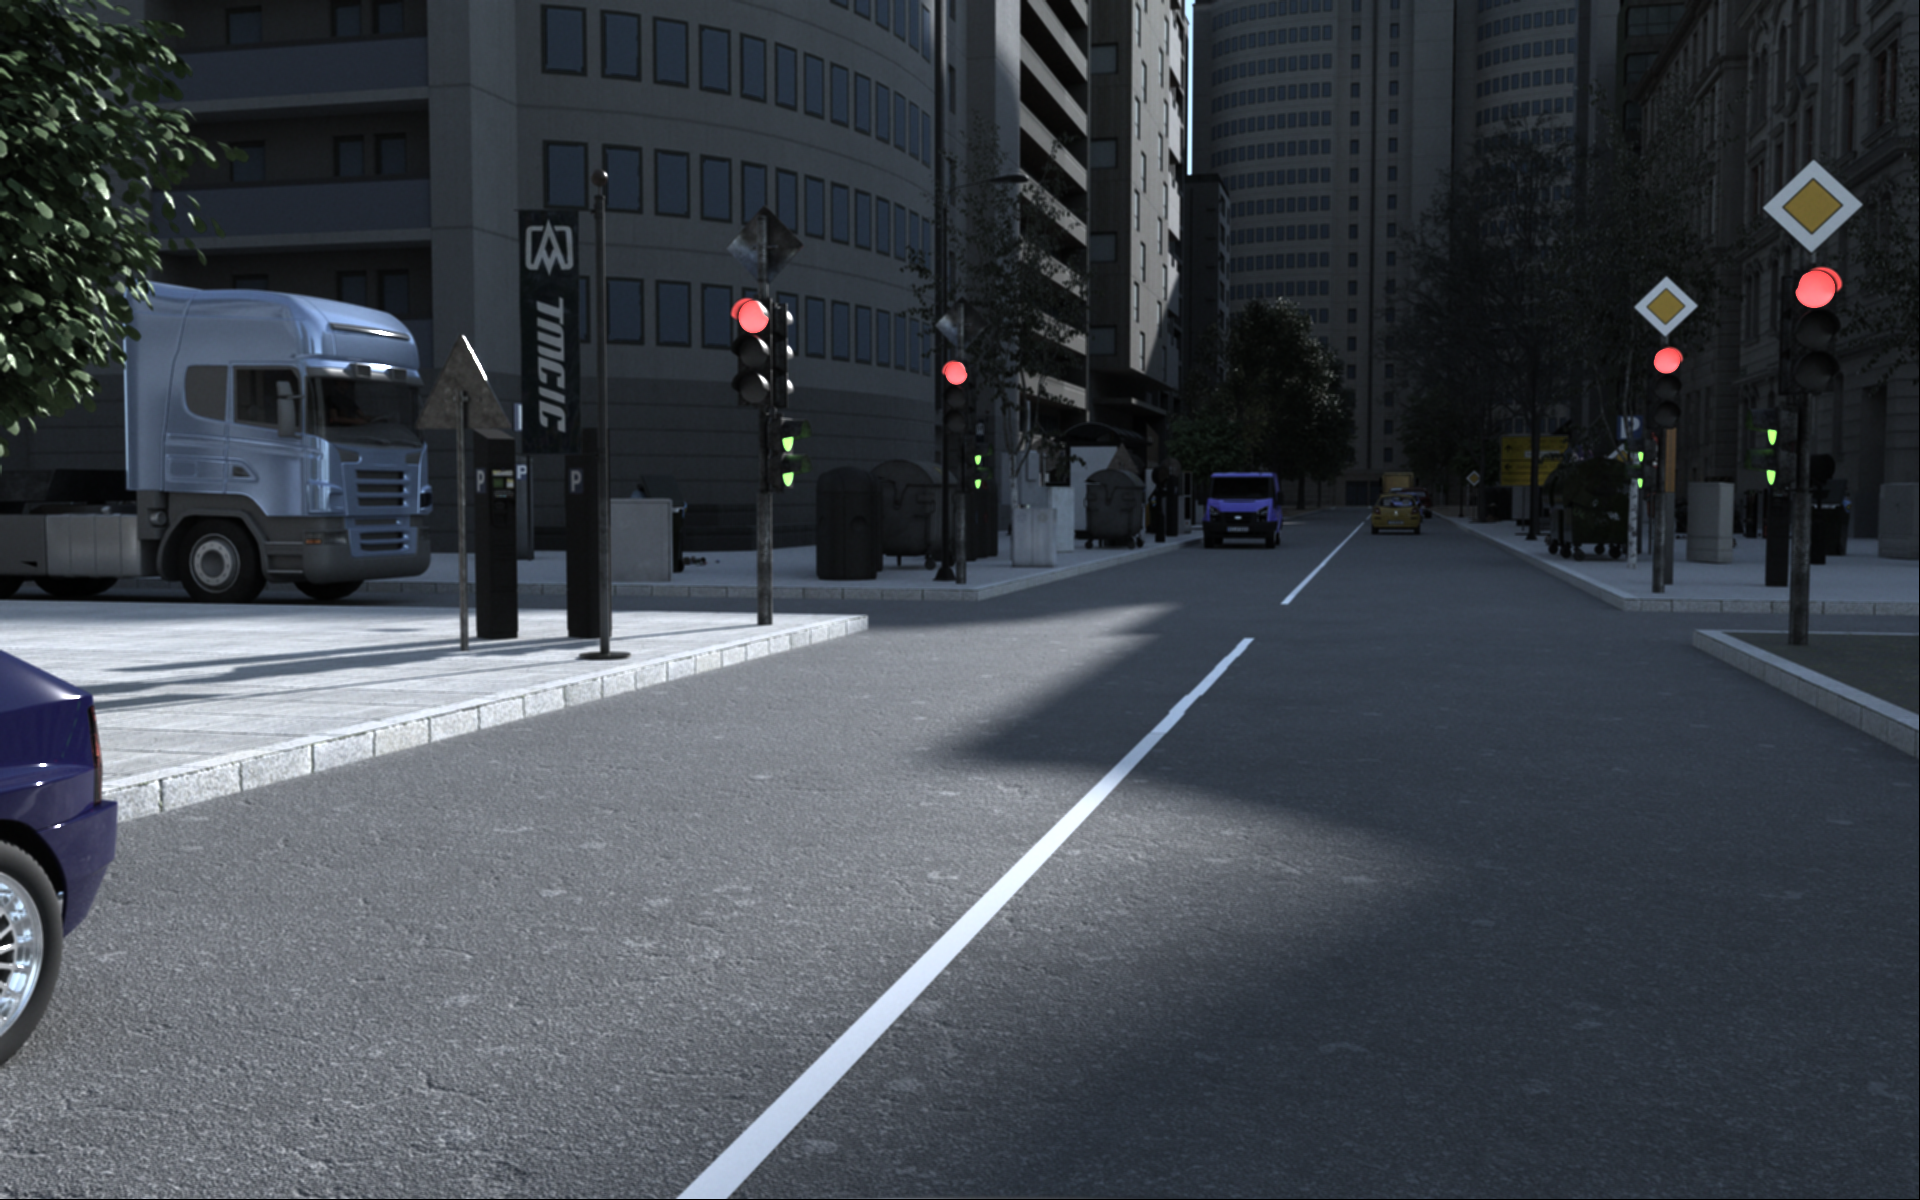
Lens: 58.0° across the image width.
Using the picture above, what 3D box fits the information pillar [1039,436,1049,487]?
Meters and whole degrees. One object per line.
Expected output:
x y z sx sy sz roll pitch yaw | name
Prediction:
3.339 -4.725 68.602 0.504 3.616 0.183 3 5 40 | information pillar

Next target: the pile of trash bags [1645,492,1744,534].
24.225 -2.914 57.391 1.912 1.369 3.447 -2 4 -31 | pile of trash bags

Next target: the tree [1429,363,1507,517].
29.133 -9.047 98.288 4.360 8.622 3.978 0 3 0 | tree

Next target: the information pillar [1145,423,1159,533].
6.335 -4.035 57.323 0.504 3.616 0.183 -2 4 -27 | information pillar

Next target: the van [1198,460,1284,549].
7.766 -2.629 47.376 2.240 2.365 5.245 1 4 13 | van

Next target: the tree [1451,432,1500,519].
26.907 -6.448 89.131 4.285 4.588 4.351 0 3 0 | tree

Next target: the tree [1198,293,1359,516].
17.998 -11.147 99.262 9.611 12.733 9.660 0 3 0 | tree

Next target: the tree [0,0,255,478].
-5.366 -1.525 8.653 4.285 4.588 4.351 0 3 0 | tree

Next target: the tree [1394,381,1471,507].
46.566 -15.406 170.016 7.486 12.596 7.792 0 3 0 | tree

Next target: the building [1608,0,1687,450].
44.719 -20.061 99.697 14.160 30.474 14.107 1 4 14 | building

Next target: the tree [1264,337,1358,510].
28.018 -14.399 142.073 9.857 13.997 8.962 0 3 0 | tree

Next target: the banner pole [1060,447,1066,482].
4.758 -5.574 81.147 0.863 3.779 0.401 3 5 40 | banner pole

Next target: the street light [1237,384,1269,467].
12.278 -6.150 73.097 1.470 5.913 1.316 1 4 14 | street light

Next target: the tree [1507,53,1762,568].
11.669 -4.864 29.892 4.360 8.622 3.978 0 3 0 | tree

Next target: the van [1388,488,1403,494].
29.949 -6.801 118.214 2.013 2.044 4.112 1 4 13 | van

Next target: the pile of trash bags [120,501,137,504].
-40.835 -4.811 88.404 3.447 1.369 1.912 2 4 29 | pile of trash bags

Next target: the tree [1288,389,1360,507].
34.552 -15.211 166.829 7.486 12.596 7.792 0 3 0 | tree

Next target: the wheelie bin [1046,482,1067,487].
2.528 -2.312 45.710 0.980 1.594 0.693 0 4 -7 | wheelie bin

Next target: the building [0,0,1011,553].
-11.400 -31.091 50.335 21.231 58.520 28.212 1 4 14 | building

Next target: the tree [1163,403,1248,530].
8.980 -4.844 62.910 4.285 4.588 4.351 0 3 0 | tree

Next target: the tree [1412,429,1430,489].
39.781 -11.799 143.280 4.360 8.622 3.978 0 3 0 | tree

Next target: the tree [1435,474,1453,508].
44.540 -10.124 160.126 1.663 3.219 1.824 0 3 0 | tree

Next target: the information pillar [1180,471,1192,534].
7.327 -3.166 56.263 0.304 2.012 0.304 -1 4 -16 | information pillar

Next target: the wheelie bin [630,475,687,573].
-4.960 -1.245 28.270 0.980 1.594 0.693 -3 5 -42 | wheelie bin

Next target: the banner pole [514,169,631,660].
-3.015 -1.434 13.471 0.863 3.779 0.401 0 4 0 | banner pole

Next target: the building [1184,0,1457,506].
40.770 -40.043 196.707 28.212 58.520 21.231 1 4 14 | building

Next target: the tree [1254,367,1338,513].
21.886 -11.792 118.557 9.928 11.665 9.643 0 3 0 | tree

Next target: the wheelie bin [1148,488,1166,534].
6.537 -2.967 56.410 0.693 1.594 0.980 1 4 22 | wheelie bin

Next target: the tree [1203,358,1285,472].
14.862 -8.538 89.957 4.737 8.622 4.395 0 3 0 | tree

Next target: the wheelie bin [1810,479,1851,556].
18.228 -1.739 36.346 0.980 1.594 0.693 3 5 45 | wheelie bin

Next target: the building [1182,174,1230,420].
17.561 -23.747 159.972 14.107 30.474 14.160 1 4 14 | building

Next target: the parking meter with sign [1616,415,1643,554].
14.576 -2.530 37.623 0.543 3.016 1.738 1 4 17 | parking meter with sign

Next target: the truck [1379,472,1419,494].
38.624 -9.584 152.625 3.469 3.379 9.791 1 4 15 | truck

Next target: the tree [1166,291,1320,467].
12.954 -8.869 79.422 7.601 10.594 8.767 1 4 9 | tree

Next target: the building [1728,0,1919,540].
33.907 -16.393 55.408 14.401 28.519 23.554 1 4 14 | building

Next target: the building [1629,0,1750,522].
38.790 -17.268 79.587 12.463 27.353 25.104 1 4 14 | building

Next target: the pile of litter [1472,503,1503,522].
24.817 -4.127 81.447 1.176 0.858 1.719 -1 4 -8 | pile of litter

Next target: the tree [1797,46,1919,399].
15.726 -4.712 27.400 4.360 8.622 3.978 0 3 0 | tree

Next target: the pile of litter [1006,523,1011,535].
2.219 -2.474 54.422 1.719 0.858 1.176 -1 4 -13 | pile of litter

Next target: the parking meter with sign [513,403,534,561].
-8.636 -2.310 34.033 0.543 3.016 1.738 -2 4 -25 | parking meter with sign

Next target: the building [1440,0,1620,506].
68.152 -39.580 189.136 28.212 58.520 21.231 1 4 14 | building

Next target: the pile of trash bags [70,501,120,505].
-40.953 -4.301 80.079 3.447 1.369 1.912 2 4 29 | pile of trash bags

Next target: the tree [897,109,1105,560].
0.973 -5.065 33.169 4.360 8.622 3.978 0 3 0 | tree

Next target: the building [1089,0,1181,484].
0.044 -32.198 115.672 28.713 52.752 27.495 1 4 14 | building

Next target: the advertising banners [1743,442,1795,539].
23.255 -3.277 49.768 0.090 3.025 2.074 -1 4 -12 | advertising banners

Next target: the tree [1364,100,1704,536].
17.954 -8.781 53.939 12.009 13.543 11.850 0 3 0 | tree

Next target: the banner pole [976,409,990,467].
0.679 -3.735 51.077 0.401 3.779 0.863 2 4 35 | banner pole

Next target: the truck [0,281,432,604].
-15.638 -2.110 24.261 18.799 4.110 2.967 1 4 16 | truck

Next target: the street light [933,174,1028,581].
0.307 -3.233 25.397 1.470 5.913 1.316 1 4 14 | street light

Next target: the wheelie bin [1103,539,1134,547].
3.822 -2.110 42.412 0.980 1.594 0.693 -2 4 -25 | wheelie bin

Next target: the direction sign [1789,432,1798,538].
24.255 -3.556 50.141 0.379 3.537 0.876 1 4 15 | direction sign

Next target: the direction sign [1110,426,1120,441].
5.165 -4.020 57.726 0.379 3.537 0.876 -1 4 -16 | direction sign

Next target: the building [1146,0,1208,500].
9.349 -42.782 137.744 20.563 71.187 20.611 1 4 14 | building

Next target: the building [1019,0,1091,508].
-5.589 -28.450 88.867 21.300 48.544 21.600 1 4 14 | building
